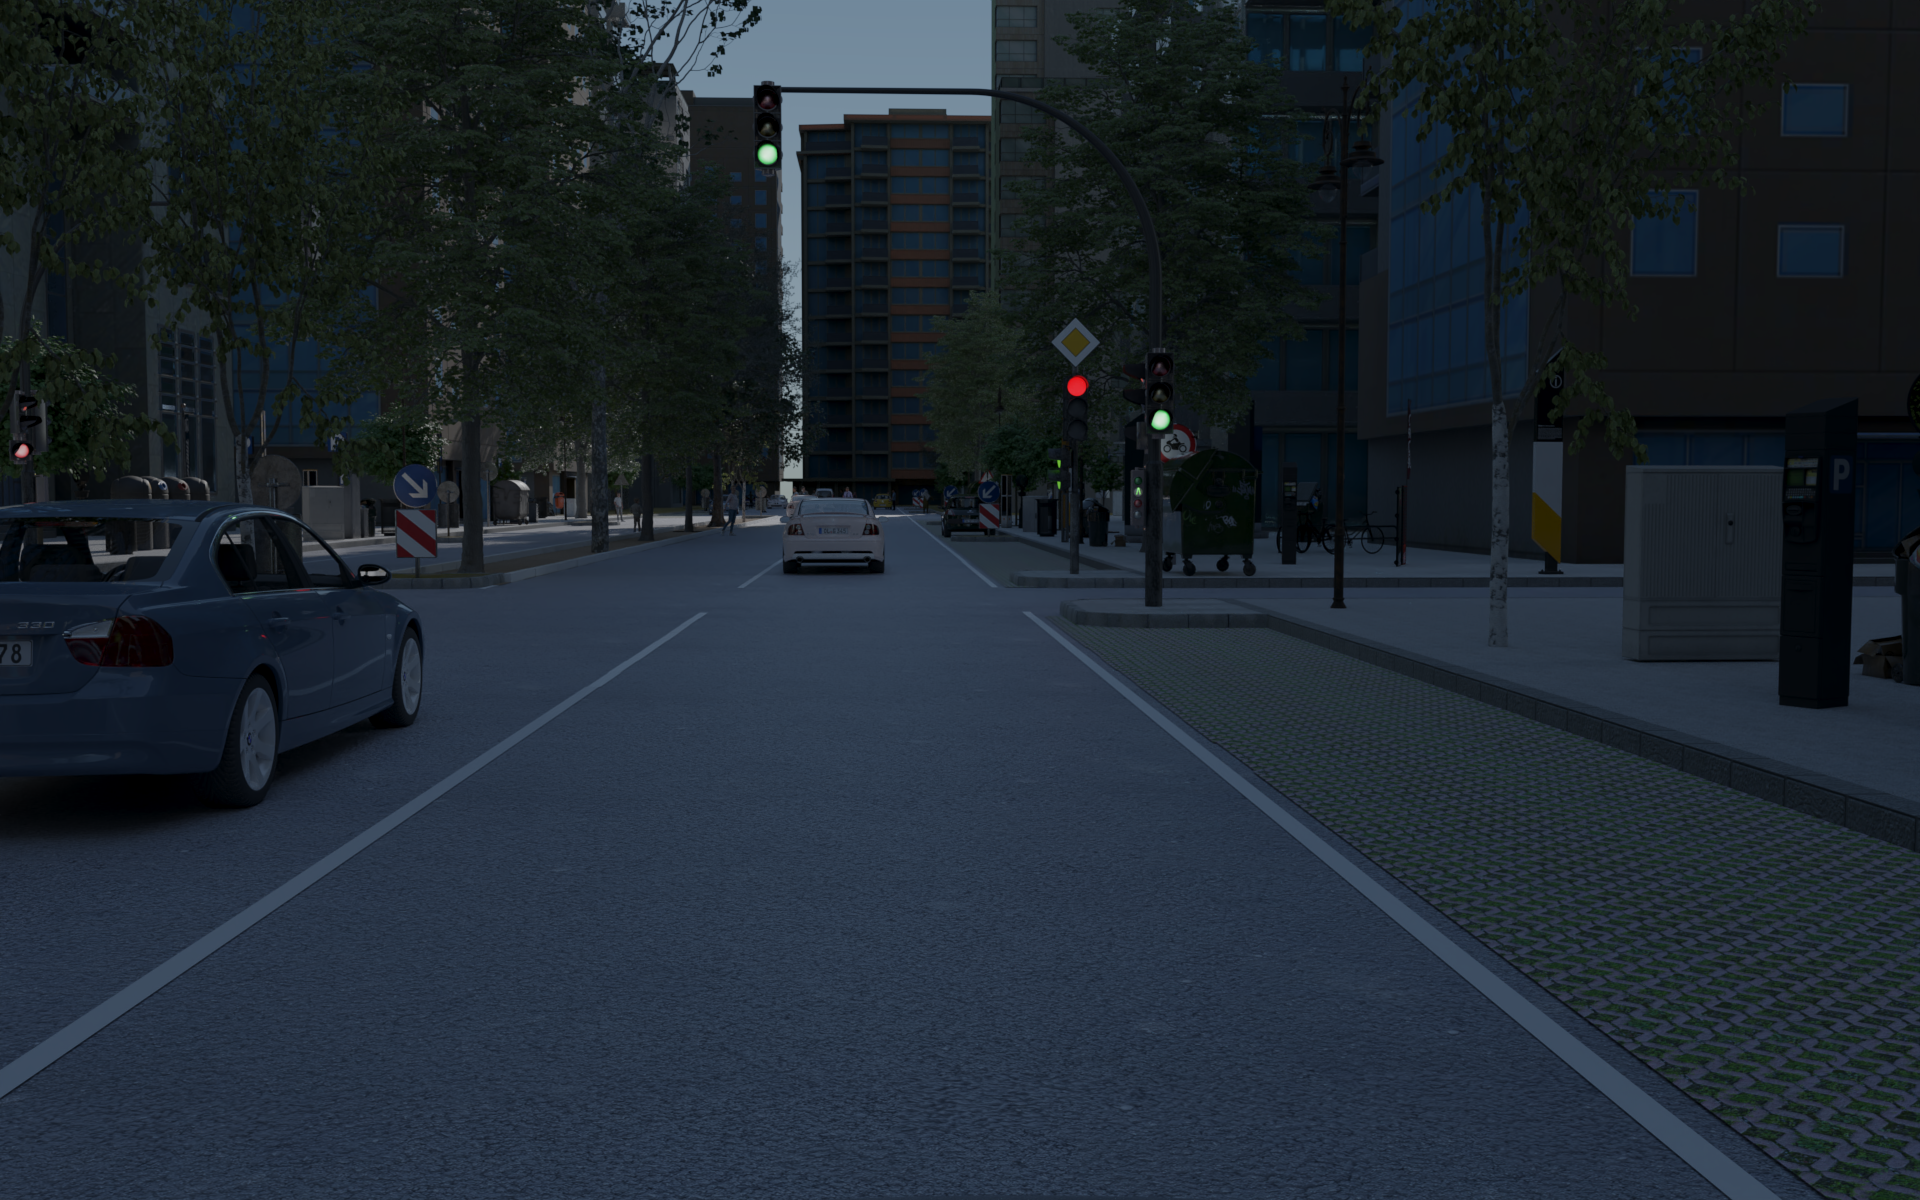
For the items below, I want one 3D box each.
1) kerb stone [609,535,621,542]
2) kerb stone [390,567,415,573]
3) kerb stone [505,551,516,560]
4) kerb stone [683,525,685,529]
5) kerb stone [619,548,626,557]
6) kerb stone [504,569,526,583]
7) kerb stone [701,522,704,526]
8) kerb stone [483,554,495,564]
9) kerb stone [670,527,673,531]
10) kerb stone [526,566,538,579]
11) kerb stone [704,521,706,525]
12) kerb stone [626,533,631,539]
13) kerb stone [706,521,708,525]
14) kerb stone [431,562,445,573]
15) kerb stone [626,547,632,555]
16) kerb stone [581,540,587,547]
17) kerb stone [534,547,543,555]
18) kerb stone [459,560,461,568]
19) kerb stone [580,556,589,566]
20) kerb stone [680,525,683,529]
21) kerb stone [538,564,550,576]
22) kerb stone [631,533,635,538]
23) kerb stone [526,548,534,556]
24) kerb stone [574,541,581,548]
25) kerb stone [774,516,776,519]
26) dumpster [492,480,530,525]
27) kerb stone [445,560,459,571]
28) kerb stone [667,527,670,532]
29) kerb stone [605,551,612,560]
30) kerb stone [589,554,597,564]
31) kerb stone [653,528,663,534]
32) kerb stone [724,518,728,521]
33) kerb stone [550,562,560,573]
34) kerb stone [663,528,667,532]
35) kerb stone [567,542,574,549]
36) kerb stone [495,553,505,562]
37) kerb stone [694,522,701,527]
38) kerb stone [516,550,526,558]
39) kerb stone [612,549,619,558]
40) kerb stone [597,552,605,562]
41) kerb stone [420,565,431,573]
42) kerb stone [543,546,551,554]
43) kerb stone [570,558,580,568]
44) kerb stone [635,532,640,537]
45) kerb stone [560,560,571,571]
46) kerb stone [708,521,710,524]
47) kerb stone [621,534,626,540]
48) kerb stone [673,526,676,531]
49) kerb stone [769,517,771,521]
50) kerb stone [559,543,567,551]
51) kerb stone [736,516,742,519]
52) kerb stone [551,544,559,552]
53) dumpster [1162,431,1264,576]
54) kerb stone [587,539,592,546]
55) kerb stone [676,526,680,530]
[{"bbox_3d":[-10.564,-1.875,52.901,0.120,0.150,1.000,0,4,-3],"label":"kerb stone"},{"bbox_3d":[-9.480,-0.436,29.339,0.120,0.150,1.000,0,4,-3],"label":"kerb stone"},{"bbox_3d":[-9.849,-0.939,37.545,0.120,0.150,1.000,0,4,-3],"label":"kerb stone"},{"bbox_3d":[-11.367,-2.936,70.323,0.120,0.150,1.000,0,4,-3],"label":"kerb stone"},{"bbox_3d":[-7.840,-1.070,39.685,0.120,0.150,1.000,0,4,-3],"label":"kerb stone"},{"bbox_3d":[-7.324,-0.381,28.431,0.120,0.150,1.000,0,4,-3],"label":"kerb stone"},{"bbox_3d":[-11.696,-3.382,77.486,0.120,0.150,1.000,0,4,-3],"label":"kerb stone"},{"bbox_3d":[-9.759,-0.812,35.503,0.120,0.150,1.000,0,4,-3],"label":"kerb stone"},{"bbox_3d":[-11.182,-2.693,66.219,0.120,0.150,1.000,0,4,-3],"label":"kerb stone"},{"bbox_3d":[-7.384,-0.444,29.452,0.120,0.150,1.000,0,4,-3],"label":"kerb stone"},{"bbox_3d":[-11.744,-3.444,78.512,0.120,0.150,1.000,0,4,-3],"label":"kerb stone"},{"bbox_3d":[-10.659,-2.001,54.947,0.120,0.150,1.000,0,4,-3],"label":"kerb stone"},{"bbox_3d":[-11.789,-3.507,79.533,0.120,0.150,1.000,0,4,-3],"label":"kerb stone"},{"bbox_3d":[-9.569,-0.563,31.402,0.120,0.150,1.000,0,4,-3],"label":"kerb stone"},{"bbox_3d":[-7.892,-1.129,40.706,0.120,0.150,1.000,0,4,-3],"label":"kerb stone"},{"bbox_3d":[-10.285,-1.498,46.761,0.120,0.150,1.000,0,4,-3],"label":"kerb stone"},{"bbox_3d":[-9.997,-1.126,40.608,0.120,0.150,1.000,0,4,-3],"label":"kerb stone"},{"bbox_3d":[-9.659,-0.688,33.448,0.120,0.150,1.000,0,4,-3],"label":"kerb stone"},{"bbox_3d":[-7.608,-0.757,34.579,0.120,0.150,1.000,0,4,-3],"label":"kerb stone"},{"bbox_3d":[-11.316,-2.880,69.291,0.120,0.150,1.000,0,4,-3],"label":"kerb stone"},{"bbox_3d":[-7.424,-0.505,30.473,0.120,0.150,1.000,0,4,-3],"label":"kerb stone"},{"bbox_3d":[-10.703,-2.066,55.968,0.120,0.150,1.000,0,4,-3],"label":"kerb stone"},{"bbox_3d":[-9.946,-1.064,39.587,0.120,0.150,1.000,0,4,-3],"label":"kerb stone"},{"bbox_3d":[-10.227,-1.439,45.728,0.120,0.150,1.000,0,4,-3],"label":"kerb stone"},{"bbox_3d":[-10.449,-4.511,95.953,0.120,0.150,1.000,0,4,-3],"label":"kerb stone"},{"bbox_3d":[-18.569,-4.024,71.555,1.264,1.857,1.865,0,4,-3],"label":"dumpster"},{"bbox_3d":[-9.614,-0.626,32.423,0.120,0.150,1.000,0,4,-3],"label":"kerb stone"},{"bbox_3d":[-11.127,-2.629,65.186,0.120,0.150,1.000,0,4,-3],"label":"kerb stone"},{"bbox_3d":[-7.757,-0.945,37.642,0.120,0.150,1.000,0,4,-3],"label":"kerb stone"},{"bbox_3d":[-7.661,-0.820,35.599,0.120,0.150,1.000,0,4,-3],"label":"kerb stone"},{"bbox_3d":[-11.029,-2.504,63.139,0.120,0.150,1.000,0,4,-3],"label":"kerb stone"},{"bbox_3d":[-12.408,-4.320,92.834,0.120,0.150,1.000,0,4,-3],"label":"kerb stone"},{"bbox_3d":[-7.471,-0.567,31.496,0.120,0.150,1.000,0,4,-3],"label":"kerb stone"},{"bbox_3d":[-11.077,-2.564,64.163,0.120,0.150,1.000,0,4,-3],"label":"kerb stone"},{"bbox_3d":[-10.180,-1.373,44.701,0.120,0.150,1.000,0,4,-3],"label":"kerb stone"},{"bbox_3d":[-9.809,-0.876,36.524,0.120,0.150,1.000,0,4,-3],"label":"kerb stone"},{"bbox_3d":[-11.643,-3.319,76.463,0.120,0.150,1.000,0,4,-3],"label":"kerb stone"},{"bbox_3d":[-9.893,-1.001,38.567,0.120,0.150,1.000,0,4,-3],"label":"kerb stone"},{"bbox_3d":[-7.801,-1.006,38.663,0.120,0.150,1.000,0,4,-3],"label":"kerb stone"},{"bbox_3d":[-7.703,-0.882,36.621,0.120,0.150,1.000,0,4,-3],"label":"kerb stone"},{"bbox_3d":[-9.522,-0.500,30.373,0.120,0.150,1.000,0,4,-3],"label":"kerb stone"},{"bbox_3d":[-10.039,-1.189,41.632,0.120,0.150,1.000,0,4,-3],"label":"kerb stone"},{"bbox_3d":[-7.570,-0.693,33.557,0.120,0.150,1.000,0,4,-3],"label":"kerb stone"},{"bbox_3d":[-10.749,-2.126,56.989,0.120,0.150,1.000,0,4,-3],"label":"kerb stone"},{"bbox_3d":[-7.514,-0.628,32.529,0.120,0.150,1.000,0,4,-3],"label":"kerb stone"},{"bbox_3d":[-11.831,-3.560,80.566,0.120,0.150,1.000,0,4,-3],"label":"kerb stone"},{"bbox_3d":[-10.608,-1.941,53.924,0.120,0.150,1.000,0,4,-3],"label":"kerb stone"},{"bbox_3d":[-11.226,-2.756,67.248,0.120,0.150,1.000,0,4,-3],"label":"kerb stone"},{"bbox_3d":[-10.260,-4.261,91.861,0.120,0.150,1.000,0,4,-3],"label":"kerb stone"},{"bbox_3d":[-10.135,-1.314,43.680,0.120,0.150,1.000,0,4,-3],"label":"kerb stone"},{"bbox_3d":[-12.739,-4.759,100.003,0.120,0.150,1.000,0,4,-3],"label":"kerb stone"},{"bbox_3d":[-10.088,-1.252,42.658,0.120,0.150,1.000,0,4,-3],"label":"kerb stone"},{"bbox_3d":[3.946,-1.543,27.719,1.502,2.255,1.985,0,4,-3],"label":"dumpster"},{"bbox_3d":[-10.320,-1.565,47.788,0.120,0.150,1.000,0,4,-3],"label":"kerb stone"},{"bbox_3d":[-11.273,-2.818,68.269,0.120,0.150,1.000,0,4,-3],"label":"kerb stone"}]
